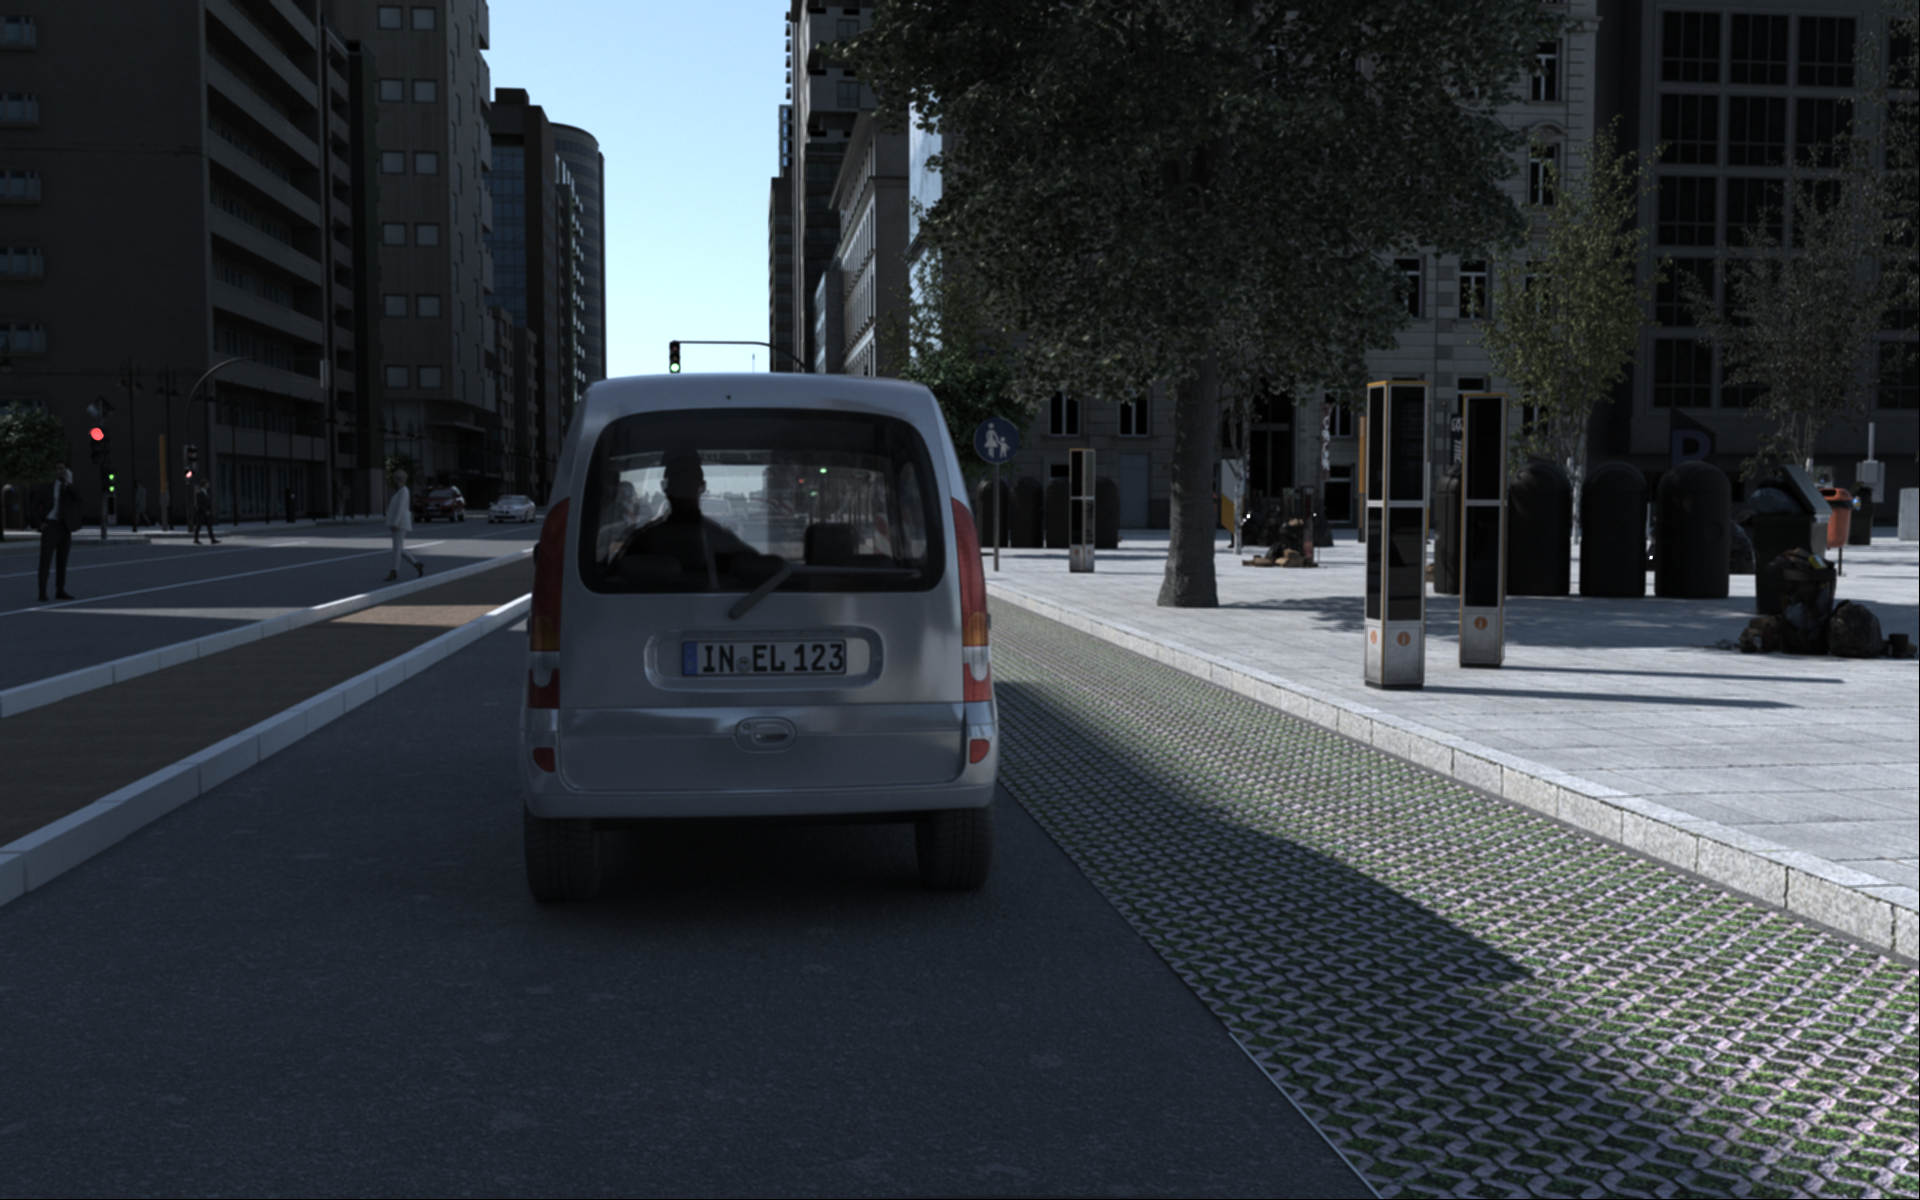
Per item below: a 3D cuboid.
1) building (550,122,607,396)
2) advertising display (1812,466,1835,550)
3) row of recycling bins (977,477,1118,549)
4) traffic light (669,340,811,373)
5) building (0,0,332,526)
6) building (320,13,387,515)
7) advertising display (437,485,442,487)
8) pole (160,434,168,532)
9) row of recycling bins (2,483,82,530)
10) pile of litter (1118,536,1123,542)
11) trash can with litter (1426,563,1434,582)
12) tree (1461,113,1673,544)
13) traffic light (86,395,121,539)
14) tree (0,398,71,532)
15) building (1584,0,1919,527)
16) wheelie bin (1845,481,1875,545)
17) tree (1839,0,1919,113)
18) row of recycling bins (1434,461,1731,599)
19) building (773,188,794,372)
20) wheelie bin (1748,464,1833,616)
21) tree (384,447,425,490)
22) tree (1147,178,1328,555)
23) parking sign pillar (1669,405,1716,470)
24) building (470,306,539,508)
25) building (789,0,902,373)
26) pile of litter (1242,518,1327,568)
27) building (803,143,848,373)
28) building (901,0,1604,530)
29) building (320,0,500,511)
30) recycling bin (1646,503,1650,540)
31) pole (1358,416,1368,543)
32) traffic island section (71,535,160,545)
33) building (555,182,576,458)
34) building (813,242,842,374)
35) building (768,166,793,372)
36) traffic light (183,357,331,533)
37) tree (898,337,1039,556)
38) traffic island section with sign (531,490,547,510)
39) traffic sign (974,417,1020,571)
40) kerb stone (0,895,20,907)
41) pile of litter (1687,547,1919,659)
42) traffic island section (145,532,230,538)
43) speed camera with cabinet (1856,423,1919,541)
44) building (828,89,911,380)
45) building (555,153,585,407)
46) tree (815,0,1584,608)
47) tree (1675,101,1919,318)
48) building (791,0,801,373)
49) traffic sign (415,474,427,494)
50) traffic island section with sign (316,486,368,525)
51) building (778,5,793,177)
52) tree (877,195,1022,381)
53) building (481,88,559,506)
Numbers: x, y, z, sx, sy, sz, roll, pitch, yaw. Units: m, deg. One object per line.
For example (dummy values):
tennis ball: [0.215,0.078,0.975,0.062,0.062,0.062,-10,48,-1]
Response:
building: [-67.101,-44.602,271.247,21.231,58.520,28.212,0,4,-7]
advertising display: [19.611,-2.104,39.622,0.974,1.923,0.123,-2,4,-26]
row of recycling bins: [2.065,-2.093,41.338,3.534,1.692,1.069,1,4,20]
traffic light: [-6.216,-4.706,51.603,4.771,5.953,1.251,0,4,-7]
building: [-42.333,-27.788,78.029,21.300,48.544,21.600,0,4,-7]
building: [-43.514,-20.352,104.449,14.160,30.474,14.107,0,4,-7]
advertising display: [-36.365,-7.089,121.111,0.123,1.923,0.974,0,4,-5]
pole: [-27.210,-3.995,59.167,0.158,3.312,0.155,0,3,0]
row of recycling bins: [-34.048,-3.432,63.222,3.534,1.692,1.069,-3,5,-39]
pile of litter: [3.840,-2.003,46.722,1.176,0.858,1.719,1,4,18]
trash can with litter: [7.057,-0.831,24.982,0.624,1.170,1.055,-2,4,-26]
tree: [12.091,-5.140,34.409,4.737,8.622,4.395,0,3,0]
traffic light: [-24.443,-3.698,49.375,0.839,4.253,0.868,0,4,-7]
tree: [-32.229,-4.635,59.488,4.285,4.588,4.351,0,3,0]
building: [34.903,-17.060,72.441,24.014,27.812,14.314,0,4,-7]
wheelie bin: [22.550,-2.177,43.494,0.693,1.594,0.980,1,4,11]
tree: [13.790,-4.471,23.458,4.360,8.622,3.978,0,3,0]
row of recycling bins: [7.821,-0.905,21.903,3.534,1.692,1.069,1,4,18]
building: [-18.146,-33.685,234.340,14.154,41.232,14.086,0,4,-7]
wheelie bin: [8.734,-0.634,18.267,0.693,1.594,0.980,3,5,42]
tree: [-38.385,-8.241,118.446,4.285,4.588,4.351,0,3,0]
tree: [5.877,-5.276,36.622,4.360,8.622,3.978,0,3,0]
parking sign pillar: [22.122,-3.907,52.350,1.447,3.967,1.447,1,4,22]
building: [-57.796,-20.010,172.210,27.650,21.520,28.899,0,4,-7]
building: [-1.521,-35.369,167.527,28.713,52.752,27.495,0,4,-7]
pile of litter: [5.712,-1.018,30.603,1.176,0.858,1.719,-1,4,-21]
building: [-6.241,-22.902,146.155,14.160,30.474,14.107,0,4,-7]
building: [10.609,-16.540,67.686,25.104,27.353,12.463,0,4,-7]
building: [-53.912,-33.881,143.198,28.713,52.752,27.495,0,4,-7]
recycling bin: [18.812,-2.202,48.562,0.722,1.027,0.722,-1,4,-17]
pole: [10.609,-3.164,45.582,0.158,3.312,0.155,0,3,0]
traffic island section: [-24.484,-1.665,49.505,2.009,0.180,2.903,0,4,-7]
building: [-56.942,-32.874,221.088,14.154,41.232,14.086,0,4,-7]
building: [-5.120,-16.652,127.009,10.420,20.320,16.860,0,4,-7]
building: [-16.850,-38.443,252.242,21.300,48.544,21.600,0,4,-7]
traffic light: [-23.406,-5.072,57.597,4.771,5.953,1.251,0,4,-7]
tree: [0.011,-3.211,36.209,4.285,4.588,4.351,0,3,0]
traffic island section with sign: [-38.359,-9.042,156.466,1.989,1.847,2.006,0,4,-7]
traffic sign: [0.606,-1.753,28.773,0.768,2.556,0.104,0,4,-4]
kerb stone: [-3.353,1.014,5.706,0.120,0.150,1.000,0,4,-7]
pile of litter: [6.916,-0.009,14.107,1.176,0.858,1.719,-2,4,-35]
traffic island section: [-25.511,-2.149,57.424,2.009,0.180,2.903,0,4,-7]
speed camera with cabinet: [25.893,-3.269,47.788,2.038,3.252,0.660,2,4,29]
building: [0.990,-16.545,103.793,16.112,22.955,30.059,0,4,-7]
building: [-64.642,-38.087,242.331,23.786,49.044,30.456,0,4,-7]
tree: [2.634,-6.904,19.537,9.857,13.997,8.962,0,3,0]
tree: [17.338,-5.220,35.713,4.360,8.622,3.978,0,3,0]
building: [-8.262,-39.958,195.310,21.231,58.520,28.212,0,4,-7]
traffic sign: [-33.914,-6.664,109.057,0.768,2.556,0.104,0,4,-3]
traffic island section with sign: [-28.421,-4.349,79.739,1.989,1.847,2.006,0,4,-7]
building: [-19.989,-59.004,277.389,22.319,86.520,31.000,0,4,-7]
tree: [-0.229,-5.580,41.592,4.737,8.622,4.395,0,3,0]
building: [-53.120,-33.324,194.959,14.600,45.320,14.200,0,4,-7]
